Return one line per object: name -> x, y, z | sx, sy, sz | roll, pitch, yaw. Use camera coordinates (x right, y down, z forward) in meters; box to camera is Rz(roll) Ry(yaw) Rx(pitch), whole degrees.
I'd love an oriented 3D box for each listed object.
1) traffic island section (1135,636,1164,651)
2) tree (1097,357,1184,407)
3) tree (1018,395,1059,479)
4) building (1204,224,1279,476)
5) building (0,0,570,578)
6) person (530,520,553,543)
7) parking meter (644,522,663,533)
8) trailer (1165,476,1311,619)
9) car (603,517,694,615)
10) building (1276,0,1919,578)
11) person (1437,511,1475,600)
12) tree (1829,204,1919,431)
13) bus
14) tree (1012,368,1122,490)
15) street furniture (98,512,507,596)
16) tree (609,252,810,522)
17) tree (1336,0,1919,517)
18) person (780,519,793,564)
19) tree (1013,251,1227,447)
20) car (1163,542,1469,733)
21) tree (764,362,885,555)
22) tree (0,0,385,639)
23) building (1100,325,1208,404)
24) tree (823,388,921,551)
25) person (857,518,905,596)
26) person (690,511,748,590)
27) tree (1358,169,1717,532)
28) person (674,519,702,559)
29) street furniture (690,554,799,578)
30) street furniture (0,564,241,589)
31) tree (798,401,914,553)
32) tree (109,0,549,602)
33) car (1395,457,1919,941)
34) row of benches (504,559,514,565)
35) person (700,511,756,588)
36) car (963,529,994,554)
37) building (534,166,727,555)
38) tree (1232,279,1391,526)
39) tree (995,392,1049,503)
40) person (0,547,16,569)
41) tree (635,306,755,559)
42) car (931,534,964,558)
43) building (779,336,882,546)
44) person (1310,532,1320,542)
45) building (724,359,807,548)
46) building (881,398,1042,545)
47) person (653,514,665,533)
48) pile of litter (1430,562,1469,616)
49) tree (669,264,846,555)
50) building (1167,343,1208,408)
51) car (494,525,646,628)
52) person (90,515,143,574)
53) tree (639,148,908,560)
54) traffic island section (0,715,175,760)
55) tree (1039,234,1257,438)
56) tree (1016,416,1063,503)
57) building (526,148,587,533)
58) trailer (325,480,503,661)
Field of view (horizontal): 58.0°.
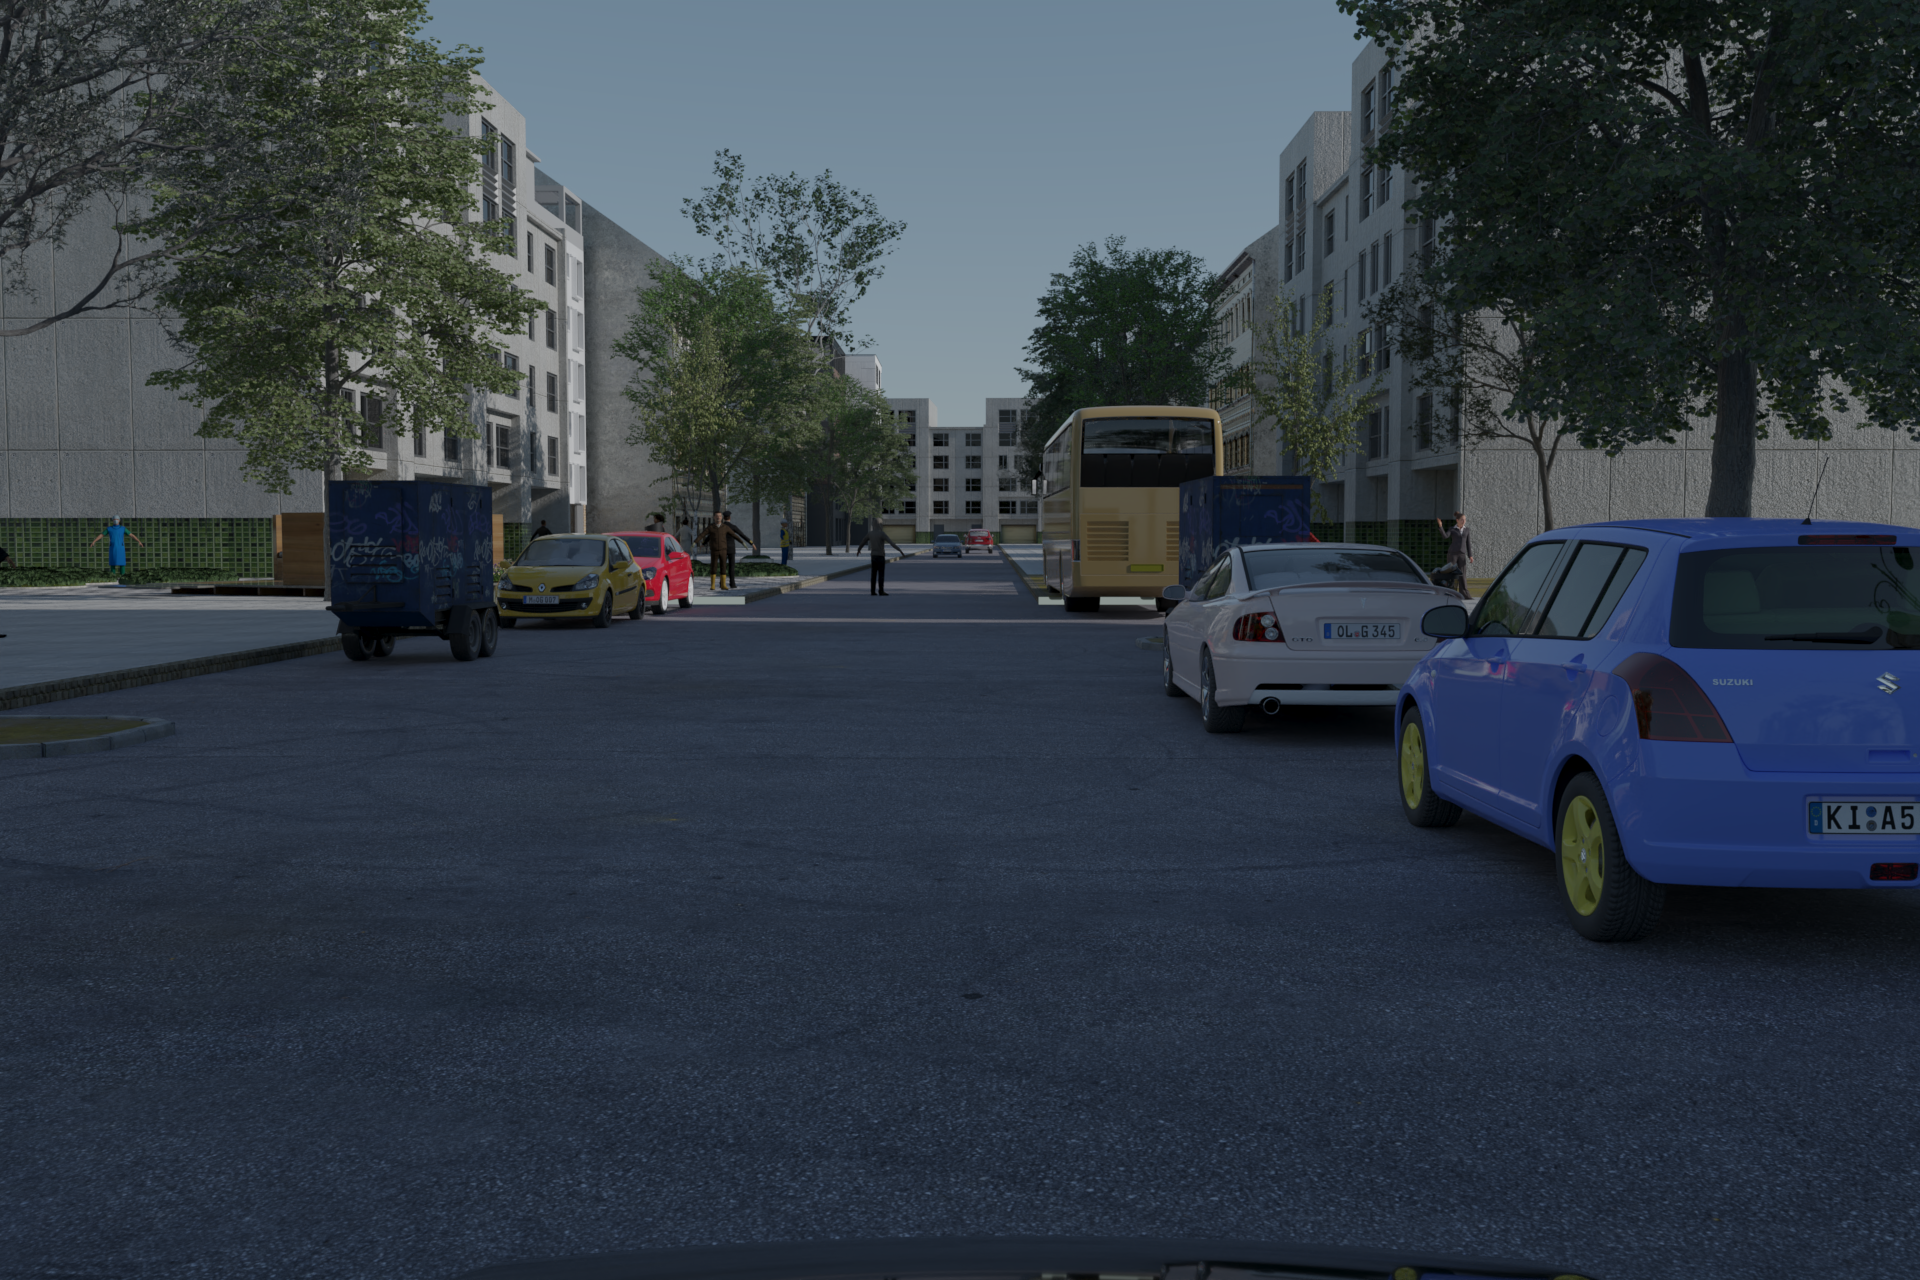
traffic island section -> 3.256, 0.053, 22.001 | 1.991, 0.108, 1.994 | 0, 3, 0
tree -> 7.402, -7.218, 68.383 | 4.360, 8.622, 3.978 | 0, 3, 0
tree -> 7.169, -10.243, 101.883 | 8.767, 10.594, 7.601 | 1, 4, 22
building -> 24.888, -16.508, 100.838 | 19.493, 23.208, 18.063 | 0, 4, 1
building -> -26.838, -12.183, 65.647 | 16.747, 18.905, 31.486 | 0, 4, 0
person -> -15.275, -3.511, 63.629 | 1.346, 1.802, 0.704 | 1, 4, 21
parking meter -> -6.325, -1.675, 35.792 | 0.372, 1.533, 0.369 | 0, 3, 0
trailer -> 2.953, -0.724, 18.889 | 1.471, 1.999, 3.904 | 0, 4, 0
car -> -6.123, -1.416, 32.196 | 2.155, 1.783, 4.494 | 0, 4, 1
building -> 23.069, -12.169, 65.414 | 16.747, 18.905, 31.486 | 0, 4, 1
person -> 9.604, -1.636, 33.592 | 0.742, 1.727, 0.445 | -3, 4, -36
tree -> 24.948, -7.164, 42.892 | 9.928, 11.665, 9.643 | 0, 3, 0
bus -> 3.112, -2.641, 34.732 | 2.896, 3.916, 12.252 | 0, 3, 0
tree -> 6.934, -9.428, 88.557 | 8.767, 10.594, 7.601 | 0, 4, -1
street furniture -> -11.860, -1.939, 38.554 | 9.812, 1.723, 11.010 | 2, 4, 25
tree -> -9.185, -8.486, 64.494 | 9.928, 11.665, 9.643 | 0, 3, 0
tree -> 9.053, -6.935, 20.041 | 9.857, 13.997, 8.962 | 0, 3, 0
person -> -5.634, -3.054, 56.389 | 0.721, 1.772, 1.216 | 0, 4, 6
tree -> 7.319, -10.486, 78.100 | 9.857, 13.997, 8.962 | 0, 3, 0
car -> 2.713, -0.090, 13.834 | 2.083, 1.381, 4.827 | 0, 4, 1
tree -> -8.001, -10.910, 104.135 | 9.928, 11.665, 9.643 | 0, 3, 0
tree -> -12.293, -6.746, 20.660 | 12.009, 13.543, 11.850 | 0, 3, 0
building -> 28.562, -20.763, 183.456 | 27.936, 21.610, 32.646 | 0, 4, 1
tree -> -6.877, -13.206, 134.040 | 7.486, 12.596, 7.792 | 0, 3, 0
person -> -1.892, -1.939, 40.288 | 1.348, 1.813, 0.705 | 2, 4, 32
person -> -5.530, -2.050, 39.657 | 1.346, 1.812, 0.704 | -1, 4, -18
tree -> 13.825, -6.484, 40.433 | 8.767, 10.594, 7.601 | 0, 4, 3
person -> -9.586, -3.336, 60.725 | 1.347, 1.806, 0.705 | 2, 4, 29
street furniture -> -9.907, -2.225, 52.009 | 10.072, 0.657, 5.734 | 0, 4, -8
street furniture -> -23.725, -1.724, 43.816 | 10.072, 0.657, 5.734 | 1, 4, 22
tree -> -7.614, -11.255, 118.430 | 8.767, 10.594, 7.601 | -2, 4, -26
tree -> -11.660, -6.984, 32.320 | 7.486, 12.596, 7.792 | 0, 3, 0
car -> 3.033, 0.135, 7.383 | 1.945, 1.707, 3.694 | 0, 4, 0
row of benches -> -13.819, -1.837, 45.505 | 4.104, 0.672, 1.422 | -1, 4, -15
person -> -5.522, -2.153, 41.130 | 1.347, 1.837, 0.705 | 0, 4, 1
car -> 1.388, -7.273, 127.586 | 2.281, 1.827, 5.304 | 0, 4, 0
building -> -25.399, -16.964, 108.296 | 19.493, 23.208, 18.063 | 0, 4, 2
tree -> 10.144, -6.134, 50.645 | 4.737, 8.622, 4.395 | 0, 3, 0
tree -> 8.288, -13.556, 132.016 | 12.009, 13.543, 11.850 | 0, 3, 0
person -> -10.400, -0.678, 17.872 | 0.721, 1.737, 1.214 | 3, 4, 38
tree -> -8.707, -6.497, 56.582 | 4.737, 8.622, 4.395 | 0, 3, 0
car -> -0.753, -5.710, 105.368 | 2.014, 1.417, 4.499 | 0, 4, 1
building -> -23.523, -21.455, 194.757 | 27.936, 21.610, 32.646 | 0, 4, 0
person -> 5.863, -1.499, 30.609 | 1.345, 1.816, 0.704 | 3, 4, 38
building -> -24.896, -20.416, 164.726 | 19.493, 23.208, 18.063 | 0, 4, 1
building -> 3.731, -22.167, 231.343 | 31.486, 18.905, 16.747 | 0, 4, 3
person -> -8.185, -2.491, 46.879 | 0.704, 1.843, 1.345 | -2, 4, -27
pile of litter -> 7.141, -0.752, 26.257 | 1.176, 0.858, 1.719 | 0, 4, 1
tree -> -8.753, -9.527, 73.892 | 7.486, 12.596, 7.792 | 0, 3, 0
building -> 28.884, -19.955, 157.190 | 19.493, 23.208, 18.063 | 0, 4, 1
car -> -6.184, -1.066, 27.645 | 2.015, 1.641, 3.980 | 0, 4, 1
person -> -23.947, -2.634, 49.189 | 1.347, 1.817, 0.704 | -2, 4, -25
tree -> -9.290, -14.063, 85.814 | 12.611, 20.169, 13.585 | 0, 3, 0
traffic island section -> -6.609, 0.670, 11.911 | 1.991, 0.108, 1.994 | 0, 4, 1
tree -> 6.499, -8.191, 59.678 | 9.928, 11.665, 9.643 | 0, 3, 0
tree -> 7.134, -10.915, 112.879 | 7.601, 10.594, 8.767 | -1, 4, -12
building -> -26.314, -13.953, 84.543 | 16.016, 20.090, 11.380 | 0, 4, 2
trailer -> -6.197, -0.739, 19.130 | 1.471, 1.999, 3.904 | 0, 4, 1
